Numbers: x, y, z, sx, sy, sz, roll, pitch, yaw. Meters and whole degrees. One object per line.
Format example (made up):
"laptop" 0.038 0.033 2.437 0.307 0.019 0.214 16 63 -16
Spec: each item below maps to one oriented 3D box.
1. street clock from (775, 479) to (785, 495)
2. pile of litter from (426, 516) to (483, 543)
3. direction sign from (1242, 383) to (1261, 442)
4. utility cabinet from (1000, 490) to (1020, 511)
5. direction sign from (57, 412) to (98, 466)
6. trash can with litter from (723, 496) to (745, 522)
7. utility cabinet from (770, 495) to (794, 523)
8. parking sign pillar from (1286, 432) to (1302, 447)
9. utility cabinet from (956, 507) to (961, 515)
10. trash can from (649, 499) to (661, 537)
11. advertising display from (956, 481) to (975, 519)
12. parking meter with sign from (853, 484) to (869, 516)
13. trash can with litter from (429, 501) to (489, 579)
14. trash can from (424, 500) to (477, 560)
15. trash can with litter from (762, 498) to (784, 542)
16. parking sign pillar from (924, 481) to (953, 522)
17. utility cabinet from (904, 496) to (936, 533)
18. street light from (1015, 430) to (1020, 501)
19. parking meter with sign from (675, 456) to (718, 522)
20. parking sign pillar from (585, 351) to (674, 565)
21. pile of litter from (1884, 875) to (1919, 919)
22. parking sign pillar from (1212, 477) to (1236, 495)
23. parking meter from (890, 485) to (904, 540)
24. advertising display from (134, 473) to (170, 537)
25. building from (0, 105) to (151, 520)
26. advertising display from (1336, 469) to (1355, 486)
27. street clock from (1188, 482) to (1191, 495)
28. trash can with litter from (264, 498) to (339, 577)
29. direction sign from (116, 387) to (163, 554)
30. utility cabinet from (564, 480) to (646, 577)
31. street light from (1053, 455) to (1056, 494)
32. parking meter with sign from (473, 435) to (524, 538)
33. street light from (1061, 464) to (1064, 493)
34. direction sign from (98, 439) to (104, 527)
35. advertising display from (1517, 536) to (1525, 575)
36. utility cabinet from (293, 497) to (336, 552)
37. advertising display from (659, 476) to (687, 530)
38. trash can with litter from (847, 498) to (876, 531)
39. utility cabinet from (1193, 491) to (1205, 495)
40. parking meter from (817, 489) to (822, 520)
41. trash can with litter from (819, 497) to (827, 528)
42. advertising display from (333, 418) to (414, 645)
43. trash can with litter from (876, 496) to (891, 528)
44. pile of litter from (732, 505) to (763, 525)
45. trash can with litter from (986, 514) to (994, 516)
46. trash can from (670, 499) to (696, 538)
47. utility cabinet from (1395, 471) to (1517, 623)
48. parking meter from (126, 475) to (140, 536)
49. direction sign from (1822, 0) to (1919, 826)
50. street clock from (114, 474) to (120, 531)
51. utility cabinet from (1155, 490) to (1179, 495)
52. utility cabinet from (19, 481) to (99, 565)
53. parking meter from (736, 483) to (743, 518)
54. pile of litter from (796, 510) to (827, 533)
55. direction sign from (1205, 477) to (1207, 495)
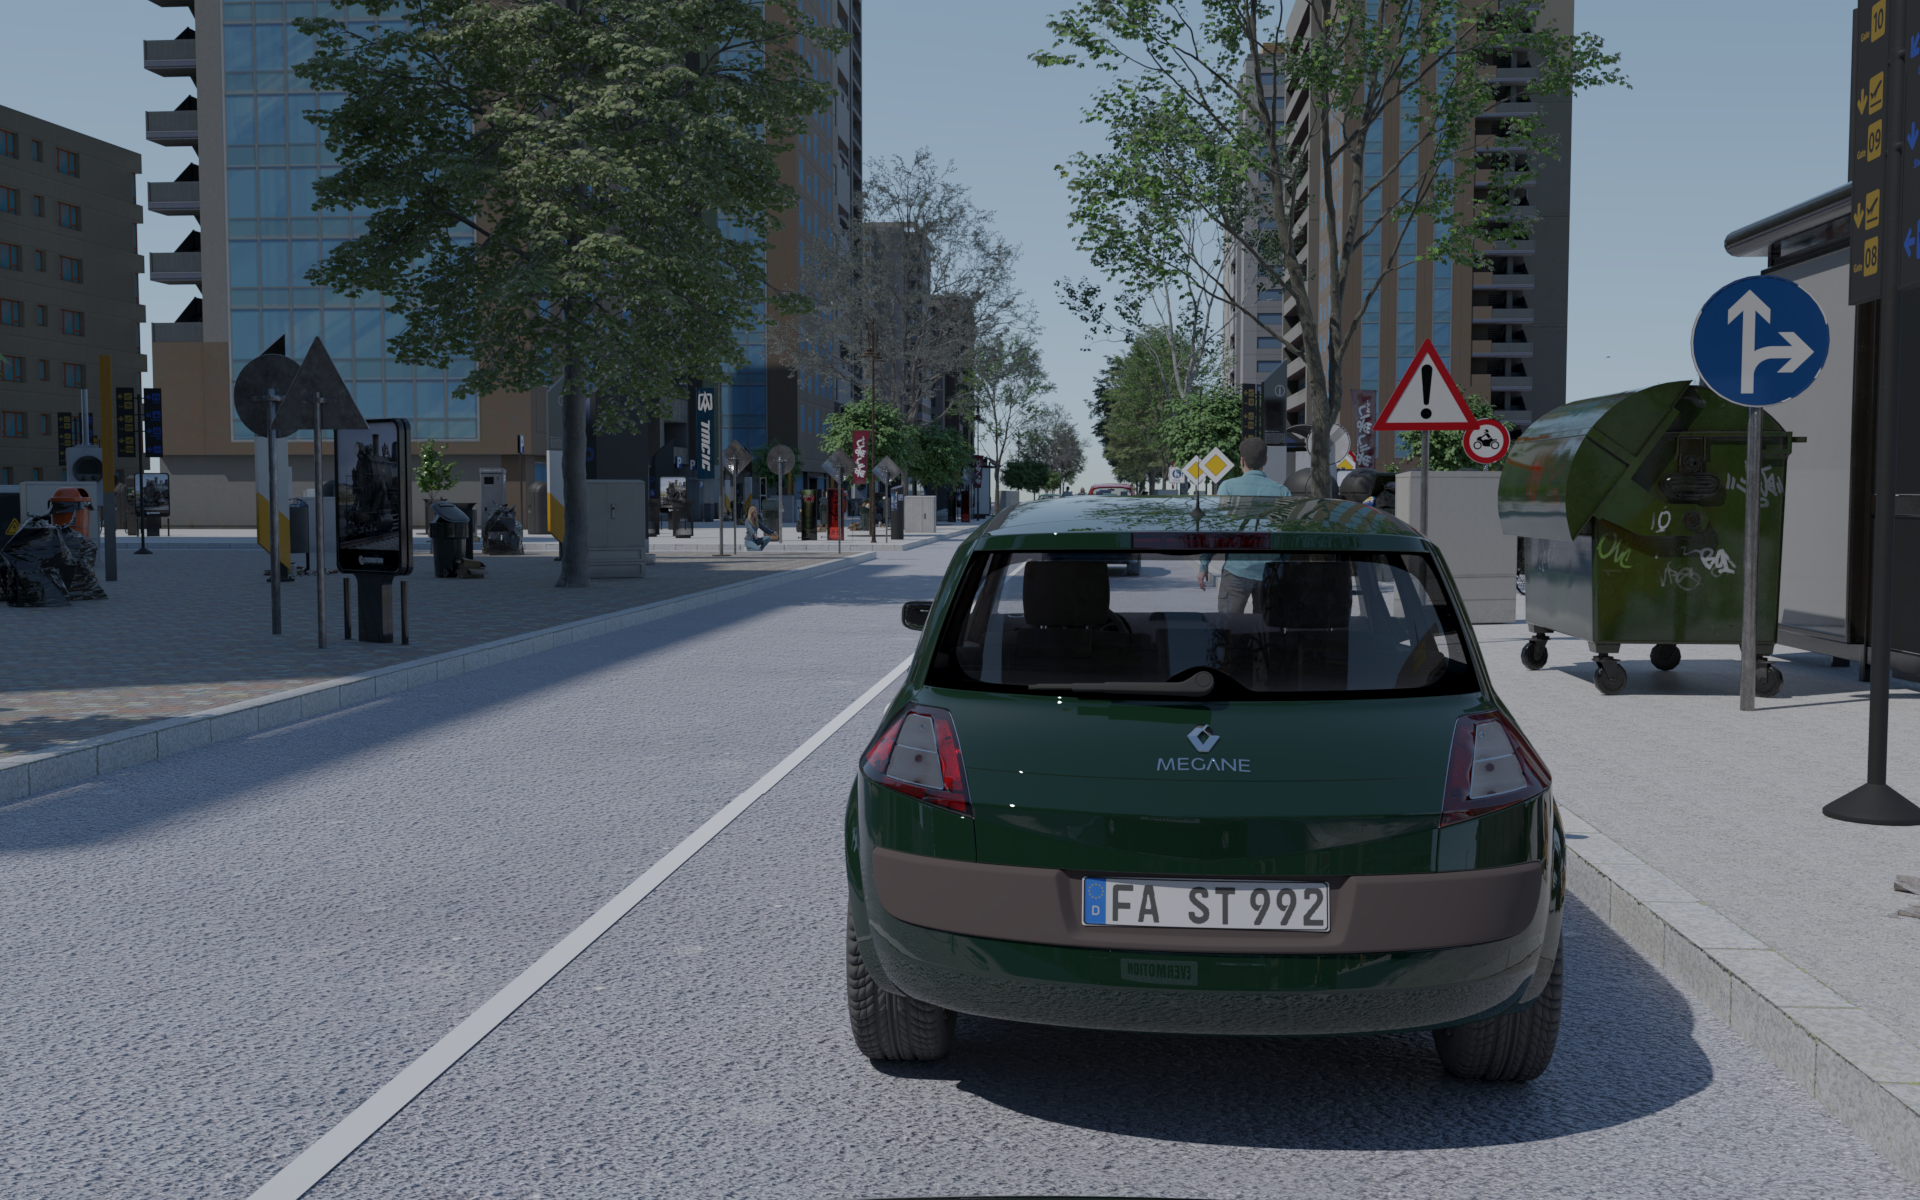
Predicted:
"street clock" -8.459 -4.690 81.253 0.471 2.002 0.358 3 5 42
"pile of litter" -13.276 -1.958 45.978 1.719 0.858 1.176 1 4 17
"direction sign" 6.127 -2.671 35.674 0.876 3.537 0.379 -2 4 -34
"utility cabinet" 3.297 -6.314 111.912 1.173 1.500 0.318 -2 4 -35
"direction sign" -24.493 -3.428 48.045 0.876 3.537 0.379 -1 4 -21
"trash can with litter" -10.638 -4.250 80.874 1.055 1.170 0.624 -2 4 -32
"utility cabinet" -7.955 -4.056 77.478 1.020 1.237 0.306 1 4 13
"parking sign pillar" 10.717 -4.234 57.693 1.447 3.967 1.447 1 4 10
"utility cabinet" 0.339 -5.991 109.115 1.020 1.237 0.306 2 4 33
"trash can" -9.297 -2.457 51.833 0.748 1.137 0.748 0 3 0
"advertising display" 0.296 -5.062 87.984 0.974 1.923 0.123 1 4 16
"parking meter with sign" -5.828 -6.436 101.494 0.543 3.016 1.738 2 4 29
"trash can with litter" -7.648 -0.929 26.578 1.055 1.170 0.624 2 4 35
"trash can" -8.307 -1.027 28.437 0.748 1.137 0.748 0 3 0
"trash can with litter" -5.049 -2.177 46.975 0.624 1.170 1.055 -1 4 -10
"parking sign pillar" -1.010 -5.688 81.473 1.447 3.967 1.447 -1 4 -20
"utility cabinet" -1.317 -2.829 57.408 1.020 1.237 0.306 1 4 13
"street light" 4.127 -9.103 121.622 0.468 5.910 1.993 0 4 5
"parking meter with sign" -12.212 -5.112 79.847 1.738 3.016 0.543 1 4 17
"parking sign pillar" -6.271 -2.628 31.441 1.447 3.967 1.447 2 4 35
"pile of litter" 3.744 0.533 5.248 1.719 0.858 1.176 2 4 23
"parking sign pillar" 9.398 -4.369 59.907 1.447 3.967 1.447 -1 4 -10
"parking meter" -1.765 -2.464 48.696 0.372 1.533 0.369 0 3 0
"advertising display" -24.378 -2.878 52.274 0.974 1.923 0.123 -2 4 -28
"building" -57.106 -14.117 75.846 28.899 21.520 27.650 0 4 5
"advertising display" 10.108 -2.397 44.411 0.974 1.923 0.123 2 4 28
"street clock" 12.872 -5.747 98.538 0.471 2.002 0.358 3 4 36
"trash can with litter" -10.298 -1.025 27.821 1.678 1.210 2.233 2 4 25
"direction sign" -17.466 -2.748 36.934 0.876 3.537 0.379 -1 4 -22
"utility cabinet" -5.418 -1.087 26.452 1.173 1.500 0.318 -1 4 -23
"street light" 11.140 -14.170 204.471 0.468 5.910 1.993 0 4 5
"parking meter with sign" -13.756 -3.349 51.013 1.738 3.016 0.543 0 4 -3
"street light" 14.334 -16.448 241.708 0.468 5.910 1.993 0 4 5
"direction sign" -33.147 -4.574 66.790 0.379 3.537 0.876 1 4 18
"advertising display" 8.971 -1.370 27.612 0.123 1.923 0.974 0 4 -1
"utility cabinet" -14.339 -1.685 38.708 1.020 1.237 0.306 -3 5 -40
"advertising display" -10.249 -3.467 61.891 0.974 1.923 0.123 0 4 -6
"trash can with litter" -3.439 -2.982 60.147 1.055 1.170 0.624 2 4 29
"utility cabinet" 16.150 -6.615 116.827 0.318 1.500 1.173 3 4 38
"parking meter" -7.039 -4.748 86.044 0.372 1.533 0.369 0 3 0
"trash can with litter" -4.947 -3.325 65.758 0.624 1.170 1.055 -2 4 -25
"advertising display" -5.068 -0.597 14.969 0.974 1.923 0.123 3 4 38
"trash can with litter" -3.011 -3.423 67.030 1.678 1.210 2.233 0 4 7
"pile of litter" -8.858 -3.543 71.890 1.176 0.858 1.719 3 4 37
"trash can with litter" 1.567 -5.457 100.274 1.678 1.210 2.233 0 4 3
"trash can" -8.053 -2.367 50.350 0.748 1.137 0.748 0 3 0
"utility cabinet" 4.864 -0.509 17.009 1.173 1.500 0.318 -1 4 -15
"parking meter" -25.533 -2.920 53.457 0.255 1.863 0.399 -1 4 -9
"direction sign" 3.631 -0.903 6.761 0.379 3.537 0.876 1 4 9
"street clock" -29.564 -3.415 60.400 0.471 2.002 0.358 -1 4 -13
"utility cabinet" 10.071 -4.635 84.454 1.173 1.500 0.318 -2 4 -25
"utility cabinet" -15.803 -1.328 30.393 0.318 1.500 1.173 3 5 42
"parking meter" -11.614 -5.227 91.176 0.255 1.863 0.399 -3 5 -43
"pile of litter" -4.942 -2.706 58.201 1.176 0.858 1.719 1 4 21
"direction sign" 14.116 -6.395 96.560 0.379 3.537 0.876 -3 5 -40
